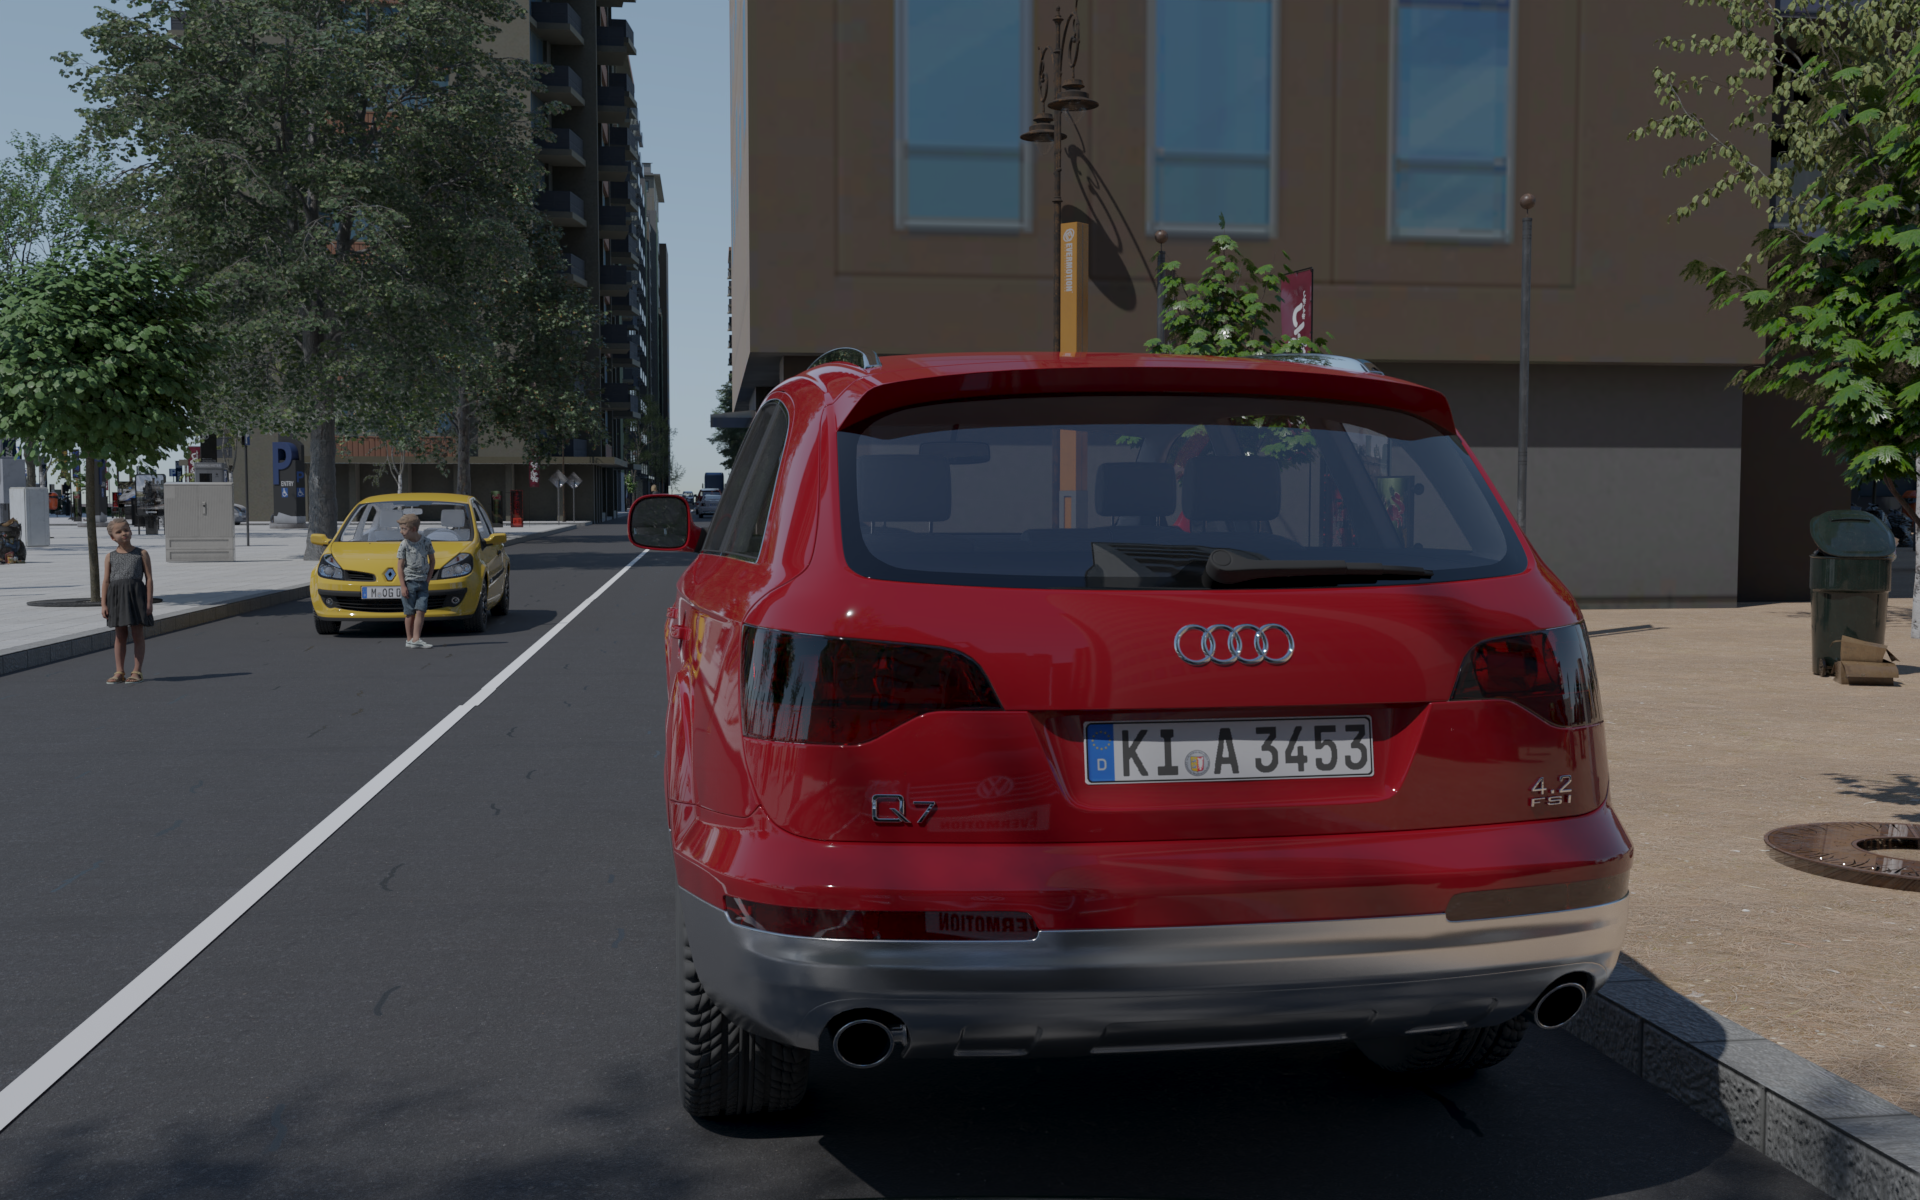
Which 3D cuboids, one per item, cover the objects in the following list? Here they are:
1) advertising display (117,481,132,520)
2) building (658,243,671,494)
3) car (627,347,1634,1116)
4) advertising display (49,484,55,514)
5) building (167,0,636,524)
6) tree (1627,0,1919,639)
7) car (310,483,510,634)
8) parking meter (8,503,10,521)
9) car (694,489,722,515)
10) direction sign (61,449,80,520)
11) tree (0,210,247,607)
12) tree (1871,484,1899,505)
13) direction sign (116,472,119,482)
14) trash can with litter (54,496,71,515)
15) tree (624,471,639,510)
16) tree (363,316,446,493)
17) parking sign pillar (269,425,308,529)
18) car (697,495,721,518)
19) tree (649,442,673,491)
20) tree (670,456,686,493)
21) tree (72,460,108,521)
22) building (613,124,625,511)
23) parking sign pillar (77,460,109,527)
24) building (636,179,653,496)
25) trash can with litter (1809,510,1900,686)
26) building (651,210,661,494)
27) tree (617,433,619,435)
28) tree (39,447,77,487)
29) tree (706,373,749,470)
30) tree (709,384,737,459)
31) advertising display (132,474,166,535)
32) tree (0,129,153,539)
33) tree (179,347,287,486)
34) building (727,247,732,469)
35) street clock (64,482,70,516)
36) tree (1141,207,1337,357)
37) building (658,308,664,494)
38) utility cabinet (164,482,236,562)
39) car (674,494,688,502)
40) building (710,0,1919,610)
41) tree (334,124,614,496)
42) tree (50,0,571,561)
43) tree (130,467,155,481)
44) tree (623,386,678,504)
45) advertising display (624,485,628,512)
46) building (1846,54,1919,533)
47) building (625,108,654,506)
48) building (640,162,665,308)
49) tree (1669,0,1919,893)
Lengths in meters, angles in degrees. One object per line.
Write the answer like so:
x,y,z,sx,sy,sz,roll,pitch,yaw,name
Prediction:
-41.575,-4.977,86.581,0.974,1.923,0.123,-2,4,-27,advertising display
-57.161,-39.628,298.031,14.600,45.320,14.200,-1,4,-8,building
0.066,0.184,5.664,2.281,1.827,5.304,-1,4,-10,car
-57.950,-6.444,110.574,0.123,1.923,0.974,-1,4,-16,advertising display
-28.707,-26.758,92.111,22.147,44.769,28.867,-1,4,-8,building
8.318,-3.957,15.064,4.737,8.622,4.395,0,3,0,tree
-5.963,-0.539,19.033,2.015,1.641,3.980,-1,4,-9,car
-43.514,-4.494,79.193,0.399,1.863,0.255,-2,4,-30,parking meter
-17.757,-6.992,122.993,2.281,1.827,5.304,-1,4,-8,car
-44.740,-5.819,87.133,0.876,3.537,0.379,-1,4,-14,direction sign
-10.098,-2.236,20.268,4.285,4.588,4.351,0,3,0,tree
27.034,-4.118,51.048,4.285,4.588,4.351,0,3,0,tree
-68.570,-9.118,141.077,0.379,3.537,0.876,-1,4,-15,direction sign
-55.056,-5.800,106.216,1.055,1.170,0.624,0,4,5,trash can with litter
-27.276,-9.079,143.048,1.663,3.219,1.824,0,3,0,tree
-21.894,-7.178,67.730,4.360,8.622,3.978,0,3,0,tree
-25.018,-4.654,64.559,1.447,3.967,1.447,2,4,31,parking sign pillar
-14.907,-5.662,104.928,2.083,1.381,4.827,-1,4,-9,car
-40.168,-17.078,229.591,4.360,8.622,3.978,0,3,0,tree
-51.656,-22.091,311.544,4.737,8.622,4.395,0,3,0,tree
-41.252,-5.358,82.198,1.663,3.219,1.824,0,3,0,tree
-31.682,-21.552,124.075,14.160,30.474,14.107,-1,4,-8,building
-33.502,-4.815,67.197,1.447,3.967,1.447,-1,4,-15,parking sign pillar
-46.504,-32.641,217.279,14.154,41.232,14.086,-1,4,-8,building
6.261,-0.035,11.968,0.624,1.170,1.055,1,4,13,trash can with litter
-49.373,-34.145,241.864,14.154,41.232,14.086,-1,4,-8,building
-23.685,-9.832,111.123,4.737,8.622,4.395,0,3,0,tree
-31.035,-6.639,58.907,4.737,8.622,4.395,0,3,0,tree
-16.043,-14.372,141.638,9.857,13.997,8.962,0,3,0,tree
-19.401,-14.279,159.217,9.928,11.665,9.643,0,3,0,tree
-25.564,-3.029,54.741,0.974,1.923,0.123,0,4,4,advertising display
-26.601,-7.568,49.498,9.928,11.665,9.643,0,3,0,tree
-25.394,-6.709,60.051,4.737,8.622,4.395,0,3,0,tree
-28.956,-39.445,299.547,22.147,44.769,28.867,-1,4,-8,building
-52.670,-5.971,102.203,0.358,2.002,0.471,0,4,-7,street clock
1.672,-1.052,11.807,1.663,3.219,1.824,0,3,0,tree
-51.416,-29.701,257.311,14.160,30.474,14.107,-1,4,-8,building
-14.267,-1.457,32.509,1.173,1.500,0.318,-1,4,-16,utility cabinet
-29.023,-10.190,178.399,2.131,1.459,4.920,0,4,-7,car
3.718,-22.875,24.119,14.600,45.320,14.200,-1,4,-8,building
-15.035,-8.289,52.533,9.611,12.733,9.660,0,3,0,tree
-12.433,-7.743,33.247,9.857,13.997,8.962,0,3,0,tree
-48.201,-6.614,102.743,1.663,3.219,1.824,0,3,0,tree
-28.408,-13.181,149.917,8.767,10.594,7.601,0,4,-1,tree
-24.042,-7.307,124.687,0.123,1.923,0.974,0,4,-4,advertising display
28.390,-38.295,64.373,20.611,71.187,20.563,-1,4,-8,building
-46.941,-35.163,194.521,23.786,49.044,30.456,-1,4,-8,building
-61.717,-42.012,276.130,28.713,52.752,27.495,-1,4,-8,building
3.331,-0.683,5.775,1.663,3.219,1.824,0,3,0,tree
